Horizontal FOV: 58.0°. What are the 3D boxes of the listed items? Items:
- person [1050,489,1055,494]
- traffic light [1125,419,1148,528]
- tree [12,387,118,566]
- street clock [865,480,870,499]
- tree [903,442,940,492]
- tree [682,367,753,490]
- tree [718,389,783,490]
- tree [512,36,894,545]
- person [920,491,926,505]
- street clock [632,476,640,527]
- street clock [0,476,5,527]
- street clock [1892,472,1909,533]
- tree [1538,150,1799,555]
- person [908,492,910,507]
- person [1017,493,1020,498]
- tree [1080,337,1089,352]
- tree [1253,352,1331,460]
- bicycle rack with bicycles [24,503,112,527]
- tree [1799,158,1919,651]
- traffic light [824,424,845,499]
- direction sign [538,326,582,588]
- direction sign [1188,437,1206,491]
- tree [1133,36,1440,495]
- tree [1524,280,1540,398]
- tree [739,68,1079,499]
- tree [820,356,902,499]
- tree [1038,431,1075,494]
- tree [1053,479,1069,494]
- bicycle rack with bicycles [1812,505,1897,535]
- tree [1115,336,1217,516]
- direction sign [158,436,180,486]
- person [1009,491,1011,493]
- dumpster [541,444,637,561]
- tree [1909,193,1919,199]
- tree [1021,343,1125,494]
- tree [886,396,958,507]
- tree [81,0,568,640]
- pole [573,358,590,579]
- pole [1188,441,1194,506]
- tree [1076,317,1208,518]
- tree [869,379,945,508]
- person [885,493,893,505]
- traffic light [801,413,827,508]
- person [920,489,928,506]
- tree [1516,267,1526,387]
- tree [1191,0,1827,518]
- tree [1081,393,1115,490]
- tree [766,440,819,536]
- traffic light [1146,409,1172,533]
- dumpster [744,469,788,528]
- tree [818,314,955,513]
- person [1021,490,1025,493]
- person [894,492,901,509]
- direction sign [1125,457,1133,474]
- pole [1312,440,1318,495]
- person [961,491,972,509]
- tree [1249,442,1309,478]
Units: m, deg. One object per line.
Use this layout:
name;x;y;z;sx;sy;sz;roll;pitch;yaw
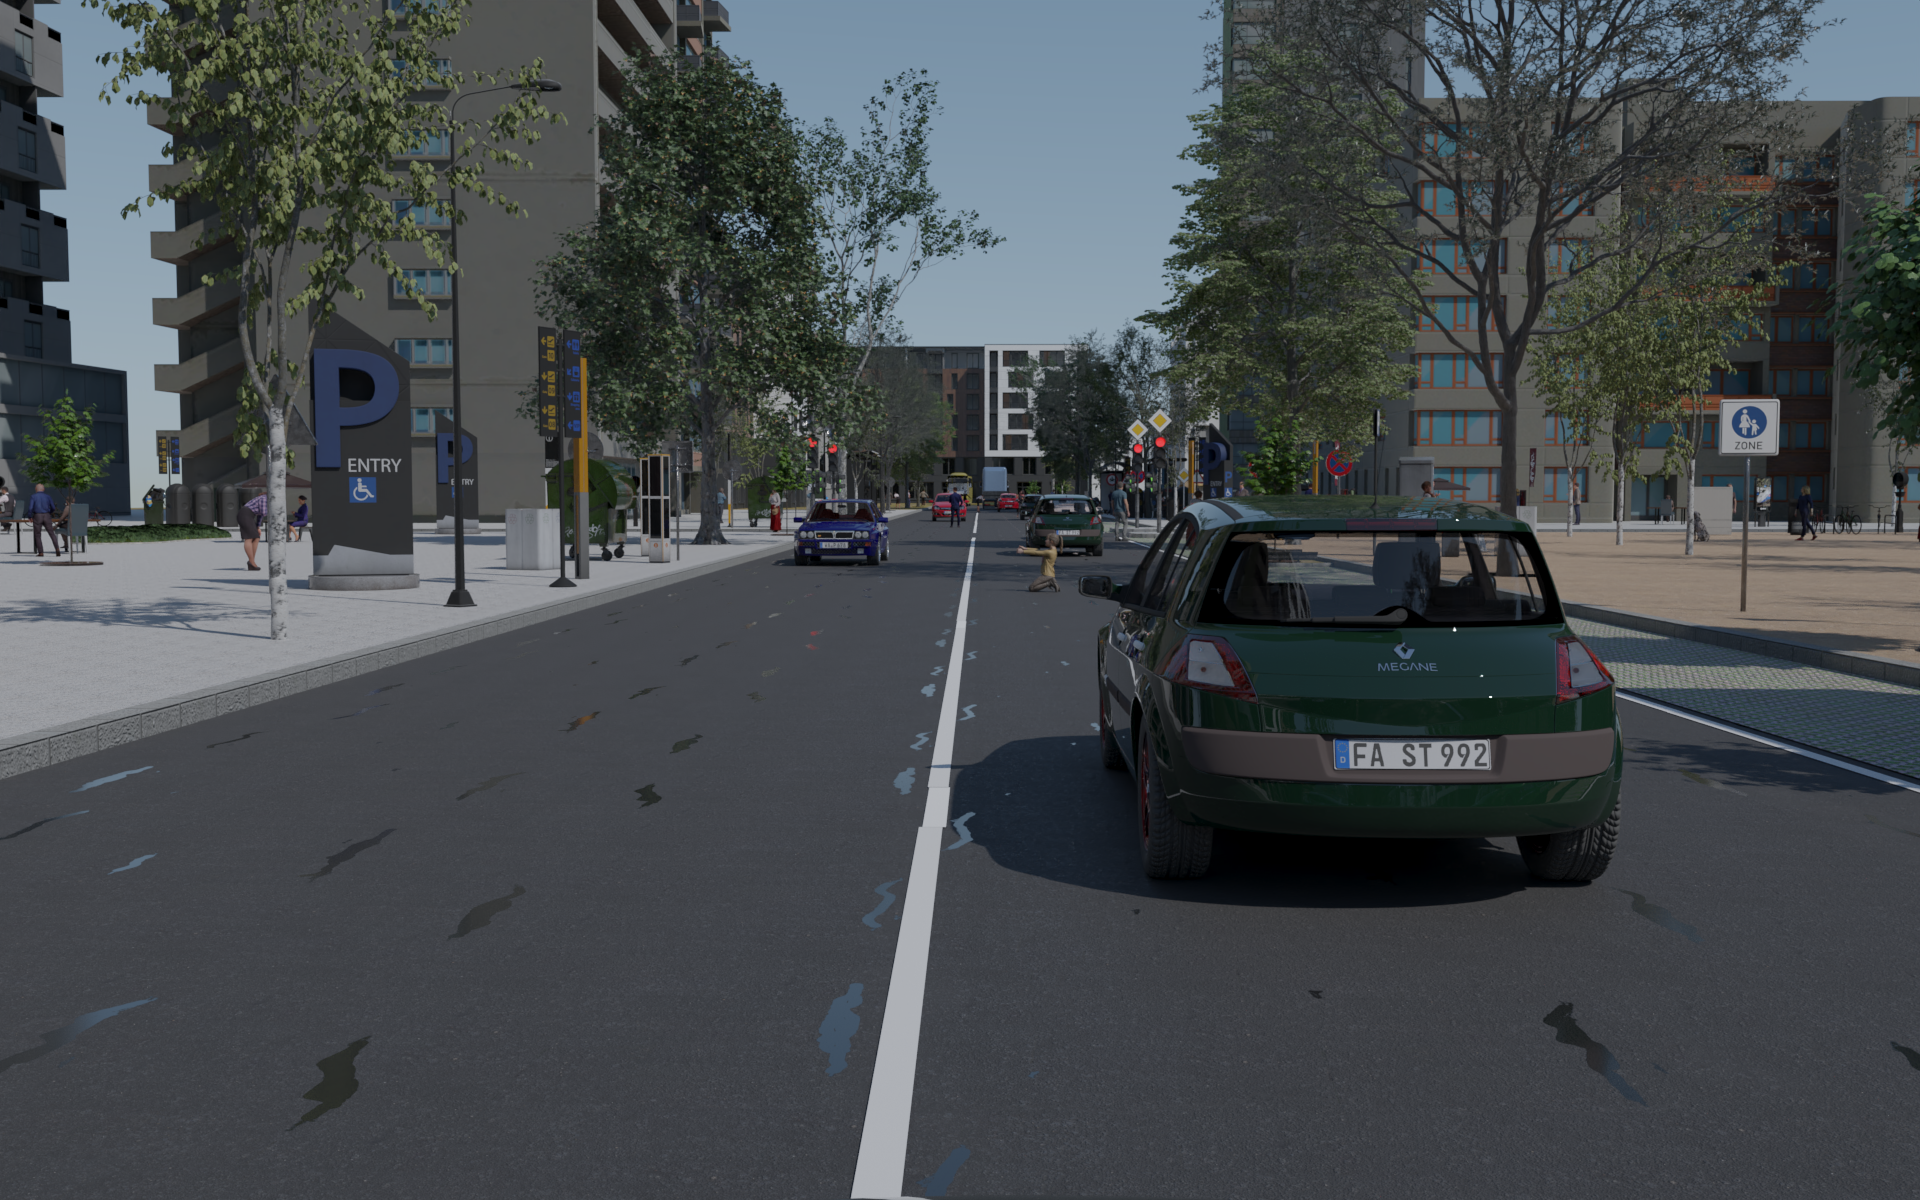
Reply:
person;7.844;-8.321;144.410;0.599;1.838;0.709;3;5;40
traffic light;6.640;-4.654;65.013;0.839;4.253;0.868;0;4;1
tree;-15.970;-2.243;31.277;1.663;3.219;1.824;0;3;0
street clock;-4.862;-5.292;91.092;0.358;2.002;0.471;0;4;6
tree;-4.869;-14.995;195.534;4.360;8.622;3.978;0;3;0
tree;-13.248;-8.749;93.402;4.360;8.622;3.978;0;3;0
tree;-12.346;-9.472;105.226;4.737;8.622;4.395;0;3;0
tree;-6.486;-7.752;43.745;9.611;12.733;9.660;0;3;0
person;-4.306;-12.201;206.320;1.217;1.735;0.721;2;4;24
street clock;-12.795;-3.896;68.266;0.471;2.002;0.358;0;4;-8
street clock;-37.850;-3.890;68.169;0.471;2.002;0.358;-1;4;-12
street clock;31.187;-3.236;57.472;0.358;2.002;0.471;-1;4;-16
tree;15.179;-5.263;36.409;4.737;8.622;4.395;0;3;0
person;-5.052;-9.888;168.653;0.436;1.711;0.756;-2;4;-33
person;6.094;-10.191;176.586;0.593;1.643;0.415;-2;4;-29
tree;12.484;-21.511;207.585;12.611;20.169;13.585;0;3;0
tree;15.979;-8.179;84.089;4.737;8.622;4.395;0;3;0
bicycle rack with bicycles;-34.914;-3.304;67.409;2.925;0.926;2.852;-1;4;-8
tree;8.444;-1.841;13.811;4.285;4.588;4.351;0;3;0
traffic light;-4.741;-4.661;65.128;0.839;4.253;0.868;0;4;1
direction sign;-5.486;-1.947;23.828;0.379;3.537;0.876;2;4;25
direction sign;9.441;-4.712;69.040;0.379;3.537;0.876;-3;5;-43
tree;8.245;-7.690;43.855;7.486;12.596;7.792;0;3;0
tree;16.815;-5.681;43.245;4.737;8.622;4.395;0;3;0
tree;-3.776;-13.462;75.999;12.611;20.169;13.585;0;3;0
tree;-5.237;-8.361;87.058;4.360;8.622;3.978;0;3;0
tree;9.860;-13.344;168.539;4.737;8.622;4.395;0;3;0
tree;10.451;-11.079;175.742;1.663;3.219;1.824;0;3;0
bicycle rack with bicycles;28.803;-2.587;55.676;2.852;0.926;2.925;1;4;19
tree;9.710;-7.909;79.677;4.360;8.622;3.978;0;3;0
direction sign;-31.089;-4.656;68.130;0.379;3.537;0.876;2;4;34
person;6.202;-12.643;215.347;1.348;1.807;0.705;1;4;14
dumpster;-7.234;-1.913;33.779;1.502;2.255;1.985;0;4;1
tree;19.186;-4.959;31.442;4.360;8.622;3.978;0;3;0
tree;10.073;-14.783;148.363;9.857;13.997;8.962;0;3;0
tree;-3.985;-15.036;171.595;9.928;11.665;9.643;0;3;0
tree;-5.856;-3.967;15.231;4.737;8.622;4.395;0;3;0
pole;-5.704;-1.970;26.050;0.158;3.312;0.155;0;3;0
pole;8.862;-4.442;66.473;0.158;3.312;0.155;0;3;0
tree;9.683;-9.620;91.695;7.601;10.594;8.767;1;4;17
tree;-4.956;-14.746;159.228;7.486;12.596;7.792;0;3;0
person;-8.488;-12.247;206.836;0.990;1.755;0.434;1;4;9
traffic light;-4.833;-4.173;57.144;0.839;4.253;0.868;0;4;1
person;-4.107;-11.354;191.682;1.348;1.823;0.705;-1;4;-22
tree;18.388;-6.194;51.638;4.737;8.622;4.395;0;3;0
tree;8.429;-7.101;26.471;12.009;13.543;11.850;0;3;0
tree;10.390;-10.185;116.894;4.360;8.622;3.978;0;3;0
tree;-5.414;-3.593;53.341;1.663;3.219;1.824;0;3;0
traffic light;6.547;-4.166;57.028;0.839;4.253;0.868;0;4;1
dumpster;-7.510;-3.947;67.035;1.502;2.255;1.985;0;4;1
tree;-5.244;-12.572;115.925;12.009;13.543;11.850;0;3;0
person;5.566;-8.609;149.771;0.721;1.766;1.217;0;4;-2
person;-5.254;-8.268;144.419;0.799;1.438;0.628;2;4;26
direction sign;10.461;-6.930;105.300;0.876;3.537;0.379;1;4;21
pole;13.465;-4.393;65.672;0.158;3.312;0.155;0;3;0
person;0.469;-9.346;162.137;1.217;1.723;0.721;0;4;-1
tree;17.155;-6.719;93.564;4.285;4.588;4.351;0;3;0
